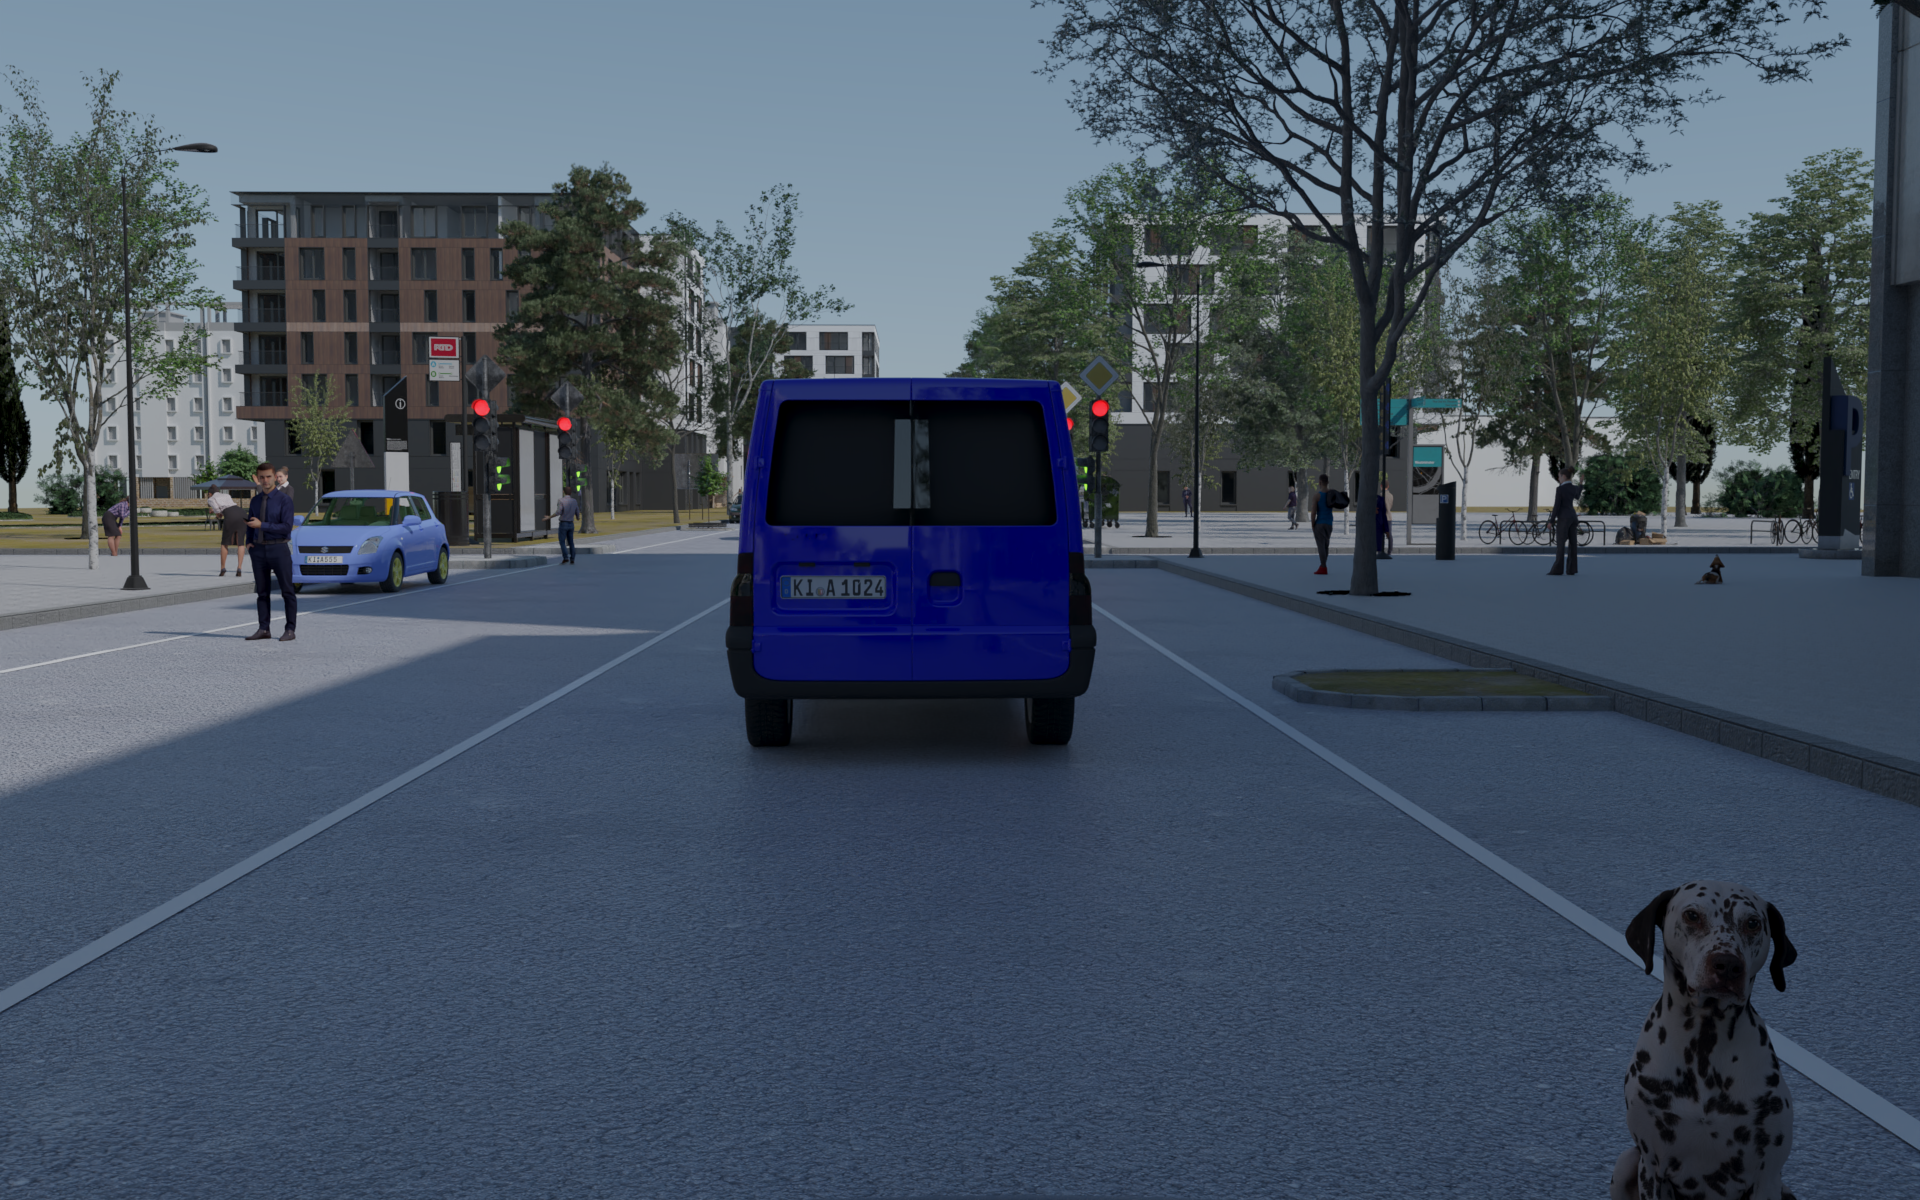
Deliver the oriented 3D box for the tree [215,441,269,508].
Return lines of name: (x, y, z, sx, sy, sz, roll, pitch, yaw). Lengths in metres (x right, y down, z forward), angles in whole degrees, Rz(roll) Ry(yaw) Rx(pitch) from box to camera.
tree: (-44.732, -7.570, 107.483, 4.285, 4.588, 4.351, 0, 3, 0)

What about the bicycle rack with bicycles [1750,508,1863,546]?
bicycle rack with bicycles: (21.350, -1.862, 43.832, 2.852, 0.926, 2.925, 0, 4, 6)

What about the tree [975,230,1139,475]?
tree: (4.037, -9.617, 75.360, 7.486, 12.596, 7.792, 0, 3, 0)

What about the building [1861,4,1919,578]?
building: (20.406, -12.152, 16.705, 12.078, 24.808, 19.932, 0, 4, -1)

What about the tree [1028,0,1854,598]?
tree: (5.233, -6.795, 21.466, 12.009, 13.543, 11.850, 0, 3, 0)

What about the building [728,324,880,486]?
building: (-26.843, -23.142, 222.351, 32.646, 21.610, 27.936, 0, 4, -1)

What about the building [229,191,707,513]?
building: (-35.563, -17.723, 133.747, 27.936, 21.610, 32.646, 0, 4, -1)

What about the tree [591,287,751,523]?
tree: (-12.774, -8.640, 75.680, 7.601, 10.594, 8.767, -1, 4, -17)

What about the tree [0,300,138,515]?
tree: (-59.517, -12.347, 103.697, 13.155, 14.587, 18.604, 1, 4, 14)

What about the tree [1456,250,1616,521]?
tree: (25.620, -9.470, 76.886, 6.751, 12.117, 7.091, 0, 3, 0)

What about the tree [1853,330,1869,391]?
tree: (27.957, -6.058, 49.418, 4.737, 8.622, 4.395, 0, 3, 0)

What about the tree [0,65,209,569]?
tree: (-14.988, -4.820, 29.175, 4.360, 8.622, 3.978, 0, 3, 0)

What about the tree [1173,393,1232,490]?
tree: (15.720, -10.043, 114.572, 4.737, 8.622, 4.395, 0, 3, 0)

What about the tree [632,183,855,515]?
tree: (-12.566, -15.199, 104.400, 12.611, 20.169, 13.585, 0, 3, 0)

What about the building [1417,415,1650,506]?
building: (58.874, -14.737, 183.089, 28.070, 9.664, 9.099, 0, 4, -1)

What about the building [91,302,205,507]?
building: (-79.429, -19.610, 177.046, 11.380, 20.091, 16.016, 0, 4, -1)

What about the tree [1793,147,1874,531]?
tree: (28.531, -8.529, 57.577, 7.486, 12.596, 7.792, 0, 3, 0)

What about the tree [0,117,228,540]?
tree: (-24.717, -7.515, 48.628, 9.928, 11.665, 9.643, 0, 3, 0)

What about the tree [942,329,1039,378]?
tree: (2.659, -13.046, 120.733, 7.806, 13.903, 7.818, 0, 3, 0)

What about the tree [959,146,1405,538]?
tree: (5.822, -7.646, 50.761, 9.928, 11.665, 9.643, 0, 3, 0)

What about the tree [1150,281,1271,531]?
tree: (8.560, -6.762, 60.923, 4.360, 8.622, 3.978, 0, 3, 0)

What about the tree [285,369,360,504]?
tree: (-38.135, -9.330, 102.911, 4.737, 8.622, 4.395, 0, 3, 0)

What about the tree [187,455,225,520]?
tree: (-37.162, -5.586, 85.928, 1.663, 3.219, 1.824, 0, 3, 0)

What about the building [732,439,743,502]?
building: (-37.014, -14.602, 180.885, 28.070, 9.664, 9.099, 0, 4, -1)

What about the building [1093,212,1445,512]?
building: (24.532, -18.252, 142.401, 27.936, 21.610, 32.646, 0, 4, -1)

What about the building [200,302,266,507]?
building: (-68.044, -19.604, 176.939, 11.380, 20.091, 16.016, 0, 4, -1)

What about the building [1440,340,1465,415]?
building: (56.011, -22.166, 218.841, 11.380, 20.091, 16.016, 0, 4, -1)

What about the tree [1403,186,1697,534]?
tree: (19.965, -7.993, 56.440, 9.928, 11.665, 9.643, 0, 3, 0)

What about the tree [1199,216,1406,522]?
tree: (15.486, -10.508, 78.469, 9.857, 13.997, 8.962, 0, 3, 0)

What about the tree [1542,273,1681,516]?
tree: (43.866, -12.581, 107.524, 18.604, 14.587, 13.155, -2, 4, -30)

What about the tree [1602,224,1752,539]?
tree: (19.783, -5.993, 48.355, 4.737, 8.622, 4.395, 0, 3, 0)

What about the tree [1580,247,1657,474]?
tree: (28.081, -9.103, 66.967, 7.486, 12.596, 7.792, 0, 3, 0)

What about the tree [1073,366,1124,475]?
tree: (6.737, -8.724, 92.999, 4.737, 8.622, 4.395, 0, 3, 0)

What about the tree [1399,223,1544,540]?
tree: (14.036, -5.972, 48.013, 4.360, 8.622, 3.978, 0, 3, 0)

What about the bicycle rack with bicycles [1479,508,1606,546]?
bicycle rack with bicycles: (14.892, -1.843, 43.517, 2.852, 0.926, 2.925, -2, 4, -24)

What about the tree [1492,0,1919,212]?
tree: (6.177, -4.578, 9.264, 7.601, 10.594, 8.767, -1, 4, -13)

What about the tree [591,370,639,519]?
tree: (-17.585, -8.453, 88.572, 4.737, 8.622, 4.395, 0, 3, 0)

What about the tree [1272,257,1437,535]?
tree: (12.318, -6.341, 54.042, 4.737, 8.622, 4.395, 0, 3, 0)

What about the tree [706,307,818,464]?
tree: (-13.538, -12.899, 118.319, 7.806, 13.903, 7.818, 0, 3, 0)

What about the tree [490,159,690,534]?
tree: (-12.163, -8.195, 56.045, 6.751, 12.117, 7.091, 0, 3, 0)

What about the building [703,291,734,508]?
building: (-30.323, -19.053, 167.929, 16.016, 20.091, 11.380, 0, 4, -1)

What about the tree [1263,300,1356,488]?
tree: (22.299, -12.128, 105.713, 7.806, 13.903, 7.818, 0, 3, 0)

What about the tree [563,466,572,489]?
tree: (-21.946, -6.107, 94.454, 1.663, 3.219, 1.824, 0, 3, 0)

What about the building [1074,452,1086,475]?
building: (3.708, -16.666, 214.629, 28.070, 9.664, 9.099, 0, 4, -1)
